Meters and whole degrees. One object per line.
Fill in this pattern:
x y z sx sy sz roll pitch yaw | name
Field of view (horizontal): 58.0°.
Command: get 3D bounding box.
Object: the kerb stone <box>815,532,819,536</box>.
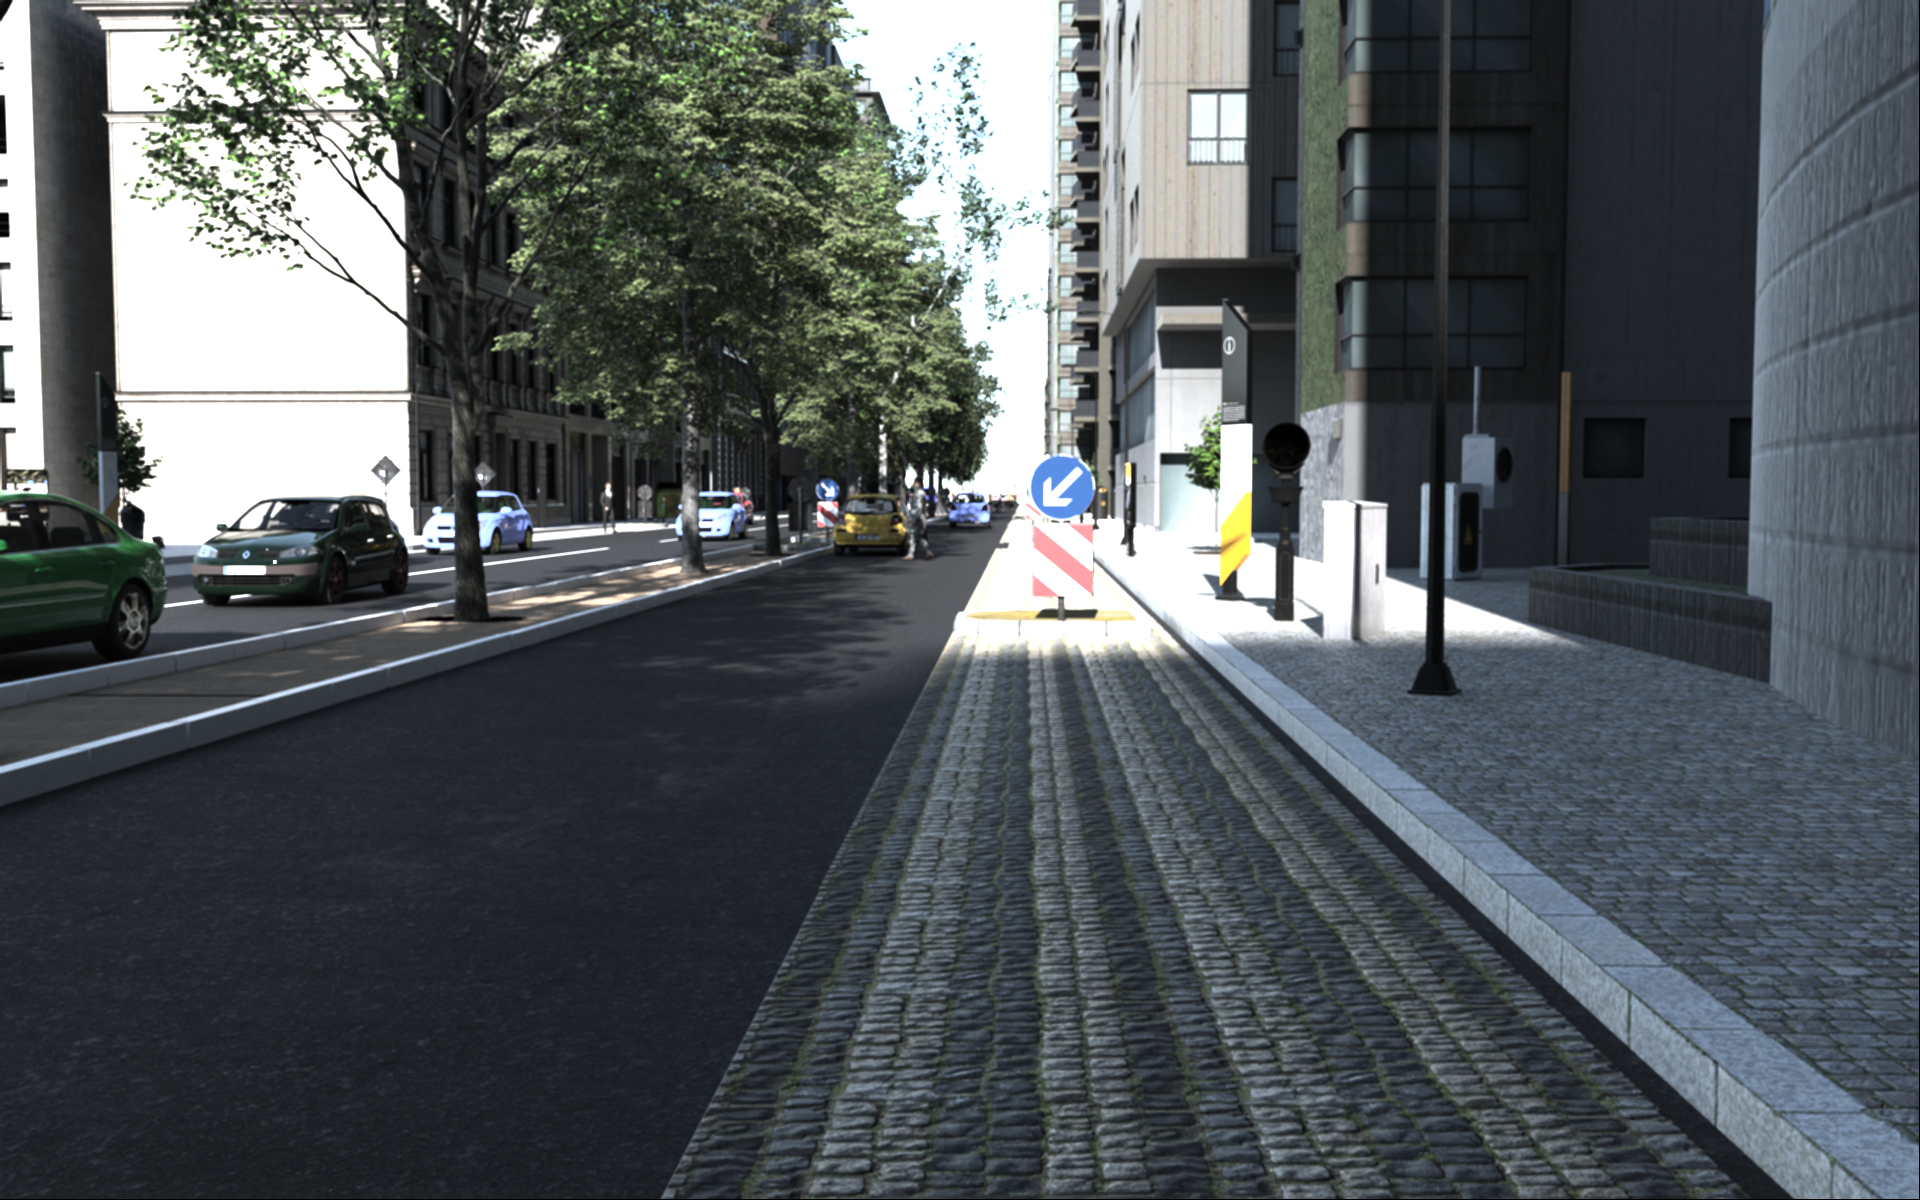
-4.766 -2.058 55.908 0.120 0.150 1.000 0 4 2 | kerb stone

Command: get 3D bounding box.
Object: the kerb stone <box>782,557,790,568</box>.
-3.488 -0.705 33.796 0.120 0.150 1.000 0 4 2 | kerb stone

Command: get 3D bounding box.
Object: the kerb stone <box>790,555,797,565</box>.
-3.459 -0.768 34.818 0.120 0.150 1.000 0 4 2 | kerb stone

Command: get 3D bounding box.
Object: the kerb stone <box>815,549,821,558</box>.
-3.302 -1.022 38.906 0.120 0.150 1.000 0 4 2 | kerb stone

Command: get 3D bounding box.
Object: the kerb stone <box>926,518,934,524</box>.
-1.512 -3.937 86.573 0.120 0.150 1.000 0 4 2 | kerb stone

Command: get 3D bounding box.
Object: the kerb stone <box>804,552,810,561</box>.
-3.379 -0.897 36.861 0.120 0.150 1.000 0 4 2 | kerb stone

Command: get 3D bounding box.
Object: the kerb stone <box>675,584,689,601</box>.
-3.879 -0.077 23.574 0.120 0.150 1.000 0 4 2 | kerb stone

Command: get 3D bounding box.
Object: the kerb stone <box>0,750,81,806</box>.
-4.455 0.856 8.207 0.120 0.150 1.000 0 4 2 | kerb stone

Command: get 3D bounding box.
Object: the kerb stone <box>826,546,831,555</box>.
-3.226 -1.142 40.950 0.120 0.150 1.000 0 4 2 | kerb stone

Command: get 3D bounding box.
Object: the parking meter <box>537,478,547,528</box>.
-15.635 -3.612 64.762 0.255 1.863 0.399 -2 4 -31 | parking meter

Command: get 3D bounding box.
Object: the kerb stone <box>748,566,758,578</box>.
-3.645 -0.457 29.704 0.120 0.150 1.000 0 4 2 | kerb stone

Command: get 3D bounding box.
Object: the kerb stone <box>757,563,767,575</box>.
-3.602 -0.522 30.726 0.120 0.150 1.000 0 4 2 | kerb stone

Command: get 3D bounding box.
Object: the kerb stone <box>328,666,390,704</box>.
-4.307 0.608 12.298 0.120 0.150 1.000 0 4 2 | kerb stone

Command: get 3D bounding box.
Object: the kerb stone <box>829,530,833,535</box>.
-4.607 -2.312 59.996 0.120 0.150 1.000 0 4 2 | kerb stone

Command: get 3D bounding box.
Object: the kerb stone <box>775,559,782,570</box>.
-3.540 -0.642 32.770 0.120 0.150 1.000 0 4 2 | kerb stone

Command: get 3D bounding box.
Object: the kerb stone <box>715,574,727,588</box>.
-3.768 -0.272 26.639 0.120 0.150 1.000 0 4 2 | kerb stone

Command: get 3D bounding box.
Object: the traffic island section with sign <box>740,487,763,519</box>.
-12.612 -5.681 101.505 1.989 1.847 2.006 0 4 2 | traffic island section with sign

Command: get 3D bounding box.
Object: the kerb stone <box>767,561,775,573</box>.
-3.570 -0.584 31.747 0.120 0.150 1.000 0 4 2 | kerb stone

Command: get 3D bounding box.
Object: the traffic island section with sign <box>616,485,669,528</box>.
-13.626 -4.033 74.569 1.989 1.847 2.006 0 4 2 | traffic island section with sign

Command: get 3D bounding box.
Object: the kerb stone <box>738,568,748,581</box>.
-3.686 -0.397 28.682 0.120 0.150 1.000 0 4 2 | kerb stone

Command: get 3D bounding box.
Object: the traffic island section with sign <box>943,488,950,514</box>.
-1.064 -7.259 126.818 2.006 1.907 1.989 0 4 2 | traffic island section with sign

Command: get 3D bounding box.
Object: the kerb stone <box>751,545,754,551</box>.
-5.246 -1.278 43.089 0.120 0.150 1.000 0 4 2 | kerb stone

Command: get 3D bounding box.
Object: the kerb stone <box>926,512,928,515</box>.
-2.183 -6.259 124.558 0.120 0.150 1.000 0 4 2 | kerb stone

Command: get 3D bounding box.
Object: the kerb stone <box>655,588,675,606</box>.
-3.910 -0.021 22.547 0.120 0.150 1.000 0 4 2 | kerb stone

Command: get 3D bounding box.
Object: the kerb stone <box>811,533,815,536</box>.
-4.808 -1.999 54.887 0.120 0.150 1.000 0 4 2 | kerb stone

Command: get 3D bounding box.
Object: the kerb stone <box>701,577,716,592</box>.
-3.800 -0.209 25.617 0.120 0.150 1.000 0 4 2 | kerb stone

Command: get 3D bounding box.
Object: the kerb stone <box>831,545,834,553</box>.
-3.184 -1.200 41.981 0.120 0.150 1.000 0 4 2 | kerb stone

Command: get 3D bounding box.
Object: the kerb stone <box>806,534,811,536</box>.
-4.840 -1.937 53.865 0.120 0.150 1.000 0 4 2 | kerb stone

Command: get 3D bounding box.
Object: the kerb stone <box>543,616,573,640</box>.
-4.108 0.295 17.414 0.120 0.150 1.000 0 4 2 | kerb stone

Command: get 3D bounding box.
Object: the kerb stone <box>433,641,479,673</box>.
-4.223 0.480 14.345 0.120 0.150 1.000 0 4 2 | kerb stone

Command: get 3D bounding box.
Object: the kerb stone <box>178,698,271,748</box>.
-4.376 0.730 10.254 0.120 0.150 1.000 0 4 2 | kerb stone

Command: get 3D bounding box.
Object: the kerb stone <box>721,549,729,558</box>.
-5.400 -1.026 38.977 0.120 0.150 1.000 0 4 2 | kerb stone

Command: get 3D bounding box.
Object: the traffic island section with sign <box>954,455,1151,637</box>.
0.948 -0.585 18.185 1.989 1.847 2.006 0 4 2 | traffic island section with sign

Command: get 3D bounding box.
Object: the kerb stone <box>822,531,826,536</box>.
-4.688 -2.187 57.950 0.120 0.150 1.000 0 4 2 | kerb stone

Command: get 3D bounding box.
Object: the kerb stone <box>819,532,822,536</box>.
-4.727 -2.124 56.929 0.120 0.150 1.000 0 4 2 | kerb stone

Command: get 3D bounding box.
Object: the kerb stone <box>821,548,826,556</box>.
-3.265 -1.085 39.928 0.120 0.150 1.000 0 4 2 | kerb stone

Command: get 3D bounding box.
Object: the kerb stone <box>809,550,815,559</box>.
-3.345 -0.956 37.883 0.120 0.150 1.000 0 4 2 | kerb stone

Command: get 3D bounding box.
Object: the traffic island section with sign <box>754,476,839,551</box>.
-4.163 -2.214 44.330 2.006 1.907 1.989 0 4 2 | traffic island section with sign

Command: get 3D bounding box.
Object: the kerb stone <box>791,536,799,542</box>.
-4.930 -1.811 51.806 0.120 0.150 1.000 0 4 2 | kerb stone

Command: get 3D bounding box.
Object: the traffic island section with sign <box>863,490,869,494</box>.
-9.691 -10.445 179.399 1.989 1.847 2.006 0 4 2 | traffic island section with sign

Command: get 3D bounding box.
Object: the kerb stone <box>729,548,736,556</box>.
-5.370 -1.089 39.999 0.120 0.150 1.000 0 4 2 | kerb stone

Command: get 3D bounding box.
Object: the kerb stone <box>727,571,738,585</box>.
-3.728 -0.330 27.661 0.120 0.150 1.000 0 4 2 | kerb stone

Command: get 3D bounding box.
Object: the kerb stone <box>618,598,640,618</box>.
-3.989 0.104 20.491 0.120 0.150 1.000 0 4 2 | kerb stone

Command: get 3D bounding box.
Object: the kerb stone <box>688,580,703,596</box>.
-3.842 -0.146 24.596 0.120 0.150 1.000 0 4 2 | kerb stone

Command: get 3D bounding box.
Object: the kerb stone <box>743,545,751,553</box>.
-5.283 -1.215 42.059 0.120 0.150 1.000 0 4 2 | kerb stone

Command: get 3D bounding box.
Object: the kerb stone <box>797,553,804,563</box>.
-3.414 -0.834 35.839 0.120 0.150 1.000 0 4 2 | kerb stone

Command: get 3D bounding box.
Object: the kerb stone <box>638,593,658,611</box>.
-3.952 0.046 21.520 0.120 0.150 1.000 0 4 2 | kerb stone

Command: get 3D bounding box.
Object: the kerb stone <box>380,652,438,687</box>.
-4.262 0.543 13.324 0.120 0.150 1.000 0 4 2 | kerb stone

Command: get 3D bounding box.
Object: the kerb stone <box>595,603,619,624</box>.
-4.033 0.167 19.461 0.120 0.150 1.000 0 4 2 | kerb stone

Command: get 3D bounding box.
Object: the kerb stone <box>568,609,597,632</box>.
-4.072 0.230 18.436 0.120 0.150 1.000 0 4 2 | kerb stone

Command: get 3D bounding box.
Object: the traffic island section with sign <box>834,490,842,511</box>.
-10.716 -8.763 151.905 1.989 1.847 2.006 0 4 2 | traffic island section with sign

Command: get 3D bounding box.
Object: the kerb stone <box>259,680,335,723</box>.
-4.344 0.668 11.276 0.120 0.150 1.000 0 4 2 | kerb stone

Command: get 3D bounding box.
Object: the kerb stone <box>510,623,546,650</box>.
-4.143 0.358 16.392 0.120 0.150 1.000 0 4 2 | kerb stone

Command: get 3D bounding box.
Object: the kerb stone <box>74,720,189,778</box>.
-4.423 0.793 9.230 0.120 0.150 1.000 0 4 2 | kerb stone

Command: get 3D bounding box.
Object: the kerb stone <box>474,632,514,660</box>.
-4.191 0.417 15.371 0.120 0.150 1.000 0 4 2 | kerb stone

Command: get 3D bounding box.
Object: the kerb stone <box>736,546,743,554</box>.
-5.331 -1.152 41.028 0.120 0.150 1.000 0 4 2 | kerb stone
